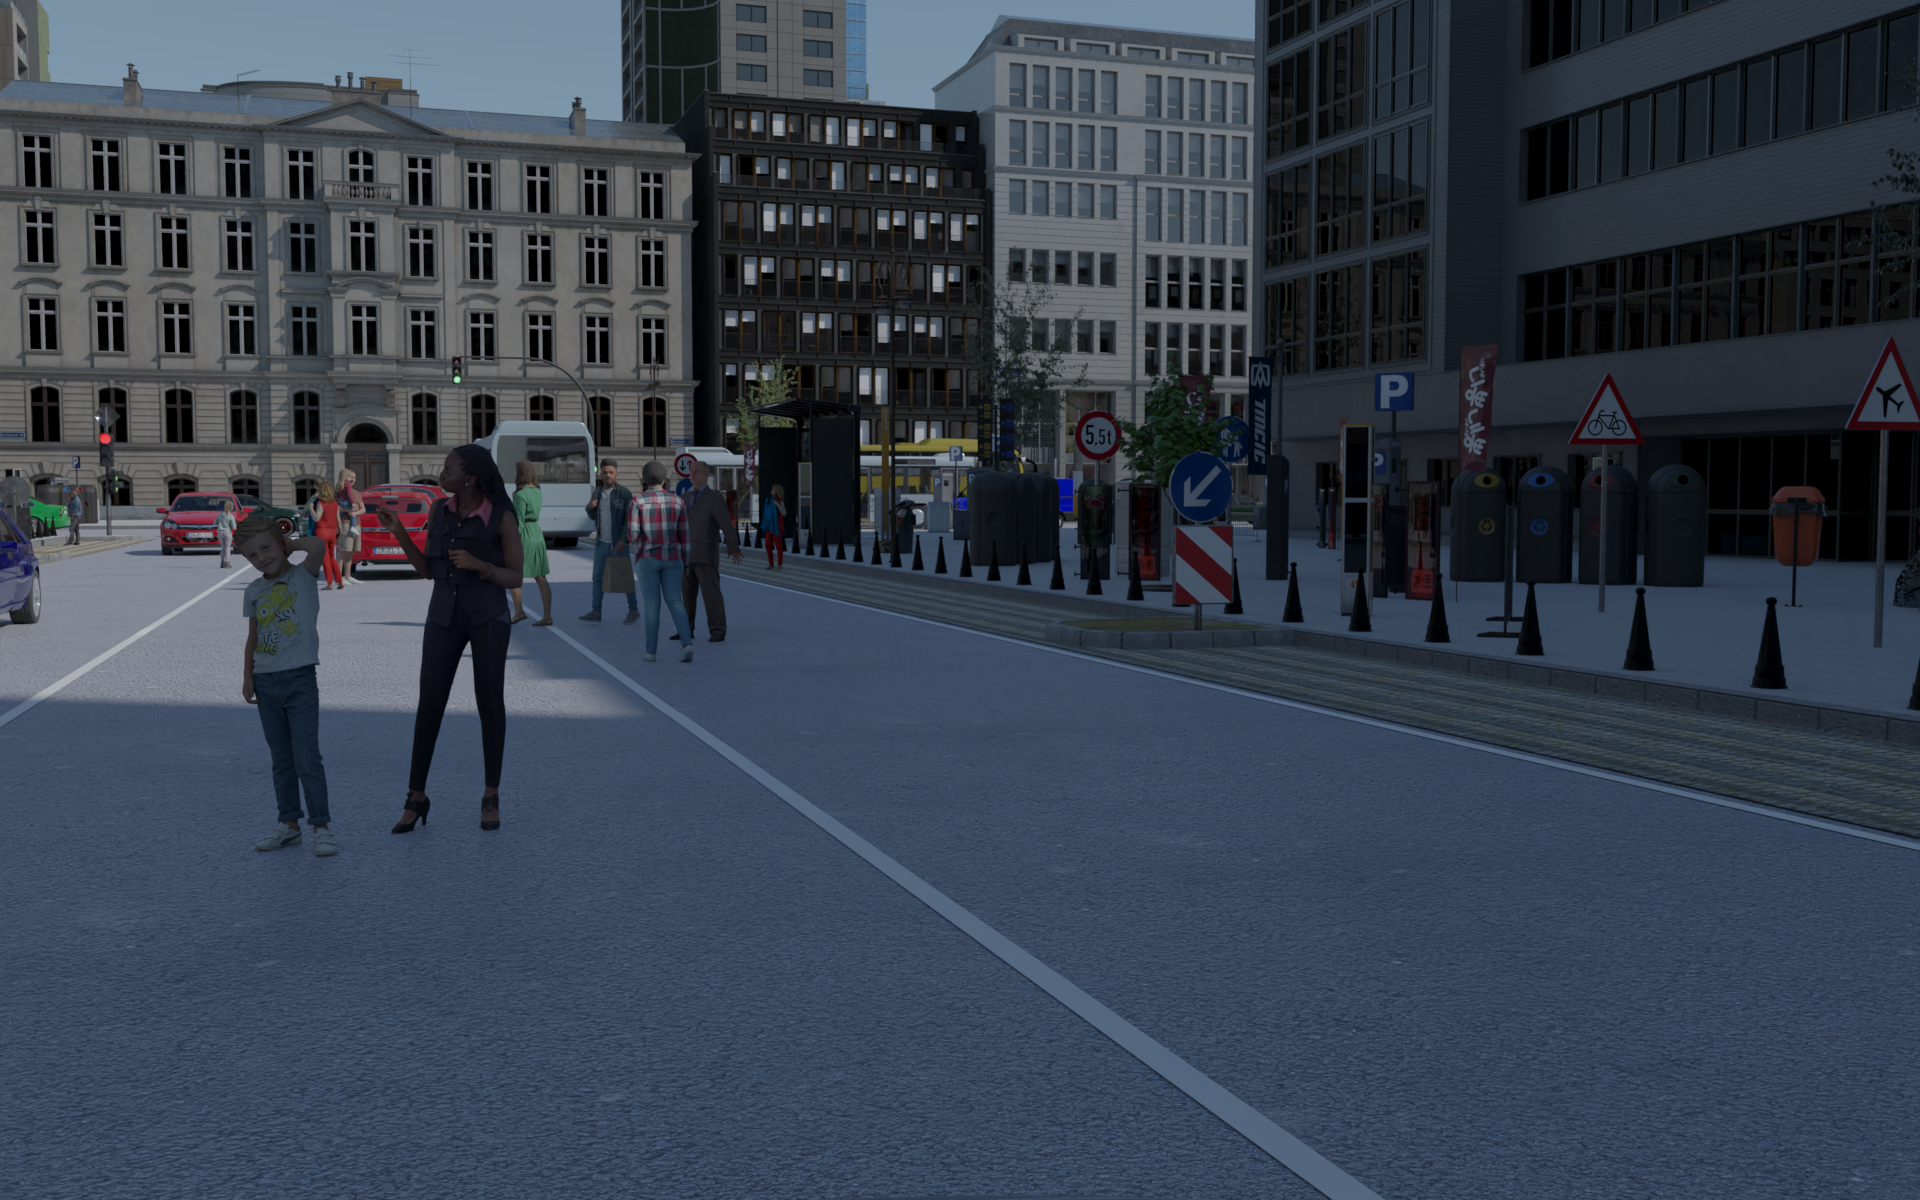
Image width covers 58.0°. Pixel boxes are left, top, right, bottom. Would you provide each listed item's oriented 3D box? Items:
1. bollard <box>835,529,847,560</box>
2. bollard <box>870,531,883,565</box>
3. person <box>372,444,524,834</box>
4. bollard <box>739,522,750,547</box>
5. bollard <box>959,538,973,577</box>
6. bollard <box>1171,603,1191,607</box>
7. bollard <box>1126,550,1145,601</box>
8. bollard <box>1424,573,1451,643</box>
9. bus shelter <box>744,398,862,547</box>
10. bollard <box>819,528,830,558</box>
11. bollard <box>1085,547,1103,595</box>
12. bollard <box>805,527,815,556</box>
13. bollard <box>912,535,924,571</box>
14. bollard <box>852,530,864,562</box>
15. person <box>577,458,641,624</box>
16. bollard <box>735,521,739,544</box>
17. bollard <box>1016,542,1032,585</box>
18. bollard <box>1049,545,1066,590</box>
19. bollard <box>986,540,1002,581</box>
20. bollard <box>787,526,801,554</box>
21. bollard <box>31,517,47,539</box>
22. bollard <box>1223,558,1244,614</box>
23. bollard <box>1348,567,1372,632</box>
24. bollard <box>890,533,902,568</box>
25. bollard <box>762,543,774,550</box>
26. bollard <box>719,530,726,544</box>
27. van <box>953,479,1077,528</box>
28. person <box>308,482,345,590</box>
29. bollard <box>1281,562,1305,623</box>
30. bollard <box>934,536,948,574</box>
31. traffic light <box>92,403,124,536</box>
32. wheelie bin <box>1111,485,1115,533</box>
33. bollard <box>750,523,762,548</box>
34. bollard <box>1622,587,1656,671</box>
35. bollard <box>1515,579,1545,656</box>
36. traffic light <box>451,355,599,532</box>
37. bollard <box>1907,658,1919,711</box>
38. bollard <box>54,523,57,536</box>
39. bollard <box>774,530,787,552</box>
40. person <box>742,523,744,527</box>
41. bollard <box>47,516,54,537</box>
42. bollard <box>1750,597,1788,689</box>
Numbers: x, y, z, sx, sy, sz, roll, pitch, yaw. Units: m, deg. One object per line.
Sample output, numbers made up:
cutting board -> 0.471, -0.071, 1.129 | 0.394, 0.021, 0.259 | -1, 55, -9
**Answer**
bollard -> -2.329, -1.088, 33.833 | 0.229, 0.601, 0.229 | 0, 3, 0
bollard -> -1.517, -0.945, 31.485 | 0.229, 0.601, 0.229 | 0, 3, 0
person -> -2.154, 0.160, 7.350 | 0.593, 1.643, 0.415 | -2, 4, -34
bollard -> -5.173, -1.593, 42.093 | 0.229, 0.601, 0.229 | 0, 3, 0
bollard -> 0.093, -0.657, 26.788 | 0.229, 0.601, 0.229 | 0, 3, 0
bollard -> 2.523, -0.226, 19.734 | 0.229, 0.601, 0.229 | 0, 3, 0
bollard -> 2.120, -0.298, 20.913 | 0.229, 0.601, 0.229 | 0, 3, 0
bollard -> 4.145, 0.063, 15.015 | 0.229, 0.601, 0.229 | 0, 3, 0
bus shelter -> -4.154, -3.308, 45.370 | 1.731, 3.624, 6.357 | -1, 4, -19
bollard -> -2.735, -1.160, 35.012 | 0.229, 0.601, 0.229 | 0, 3, 0
bollard -> 1.715, -0.370, 22.086 | 0.229, 0.601, 0.229 | 0, 3, 0
bollard -> -3.137, -1.232, 36.186 | 0.229, 0.601, 0.229 | 0, 3, 0
bollard -> -0.710, -0.801, 29.135 | 0.229, 0.601, 0.229 | 0, 3, 0
bollard -> -1.923, -1.016, 32.657 | 0.229, 0.601, 0.229 | 0, 3, 0
person -> -3.782, -0.639, 18.934 | 0.794, 1.824, 0.713 | 3, 5, 41
bollard -> -5.574, -1.665, 43.267 | 0.229, 0.601, 0.229 | 0, 3, 0
bollard -> 0.905, -0.514, 24.438 | 0.229, 0.601, 0.229 | 0, 3, 0
bollard -> 1.311, -0.441, 23.259 | 0.229, 0.601, 0.229 | 0, 3, 0
bollard -> 0.502, -0.586, 25.617 | 0.229, 0.601, 0.229 | 0, 3, 0
bollard -> -3.541, -1.304, 37.358 | 0.229, 0.601, 0.229 | 0, 3, 0
bollard -> -26.892, -2.111, 50.551 | 0.229, 0.601, 0.229 | 0, 3, 0
bollard -> 2.933, -0.154, 18.552 | 0.229, 0.601, 0.229 | 0, 3, 0
bollard -> 3.744, -0.009, 16.189 | 0.229, 0.601, 0.229 | 0, 3, 0
bollard -> -1.116, -0.873, 30.307 | 0.229, 0.601, 0.229 | 0, 3, 0
bollard -> -4.350, -1.448, 39.716 | 0.229, 0.601, 0.229 | 0, 3, 0
bollard -> -5.976, -1.737, 44.445 | 0.229, 0.601, 0.229 | 0, 3, 0
van -> 1.876, -3.869, 67.642 | 5.245, 2.365, 2.240 | -1, 4, -19
person -> -9.456, -0.956, 25.829 | 0.593, 1.614, 0.444 | -3, 5, -43
bollard -> 3.342, -0.081, 17.362 | 0.229, 0.601, 0.229 | 0, 3, 0
bollard -> -0.306, -0.729, 27.963 | 0.229, 0.601, 0.229 | 0, 3, 0
traffic light -> -26.306, -3.948, 53.476 | 0.839, 4.253, 0.868 | -1, 4, -19
wheelie bin -> 4.962, -3.006, 57.058 | 0.980, 1.594, 0.693 | 0, 4, 5
bollard -> -4.764, -1.521, 40.911 | 0.229, 0.601, 0.229 | 0, 3, 0
bollard -> 4.962, 0.208, 12.642 | 0.229, 0.601, 0.229 | 0, 3, 0
bollard -> 4.555, 0.136, 13.825 | 0.229, 0.601, 0.229 | 0, 3, 0
traffic light -> -14.348, -5.063, 57.446 | 4.771, 5.953, 1.251 | -1, 4, -19
bollard -> 5.768, 0.351, 10.295 | 0.229, 0.601, 0.229 | 0, 3, 0
bollard -> -27.709, -2.255, 52.911 | 0.229, 0.601, 0.229 | 0, 3, 0
bollard -> -3.947, -1.376, 38.543 | 0.229, 0.601, 0.229 | 0, 3, 0
person -> -9.558, -4.047, 75.386 | 0.841, 1.734, 0.376 | -1, 4, -17
bollard -> -27.305, -2.183, 51.734 | 0.229, 0.601, 0.229 | 0, 3, 0
bollard -> 5.366, 0.280, 11.468 | 0.229, 0.601, 0.229 | 0, 3, 0
